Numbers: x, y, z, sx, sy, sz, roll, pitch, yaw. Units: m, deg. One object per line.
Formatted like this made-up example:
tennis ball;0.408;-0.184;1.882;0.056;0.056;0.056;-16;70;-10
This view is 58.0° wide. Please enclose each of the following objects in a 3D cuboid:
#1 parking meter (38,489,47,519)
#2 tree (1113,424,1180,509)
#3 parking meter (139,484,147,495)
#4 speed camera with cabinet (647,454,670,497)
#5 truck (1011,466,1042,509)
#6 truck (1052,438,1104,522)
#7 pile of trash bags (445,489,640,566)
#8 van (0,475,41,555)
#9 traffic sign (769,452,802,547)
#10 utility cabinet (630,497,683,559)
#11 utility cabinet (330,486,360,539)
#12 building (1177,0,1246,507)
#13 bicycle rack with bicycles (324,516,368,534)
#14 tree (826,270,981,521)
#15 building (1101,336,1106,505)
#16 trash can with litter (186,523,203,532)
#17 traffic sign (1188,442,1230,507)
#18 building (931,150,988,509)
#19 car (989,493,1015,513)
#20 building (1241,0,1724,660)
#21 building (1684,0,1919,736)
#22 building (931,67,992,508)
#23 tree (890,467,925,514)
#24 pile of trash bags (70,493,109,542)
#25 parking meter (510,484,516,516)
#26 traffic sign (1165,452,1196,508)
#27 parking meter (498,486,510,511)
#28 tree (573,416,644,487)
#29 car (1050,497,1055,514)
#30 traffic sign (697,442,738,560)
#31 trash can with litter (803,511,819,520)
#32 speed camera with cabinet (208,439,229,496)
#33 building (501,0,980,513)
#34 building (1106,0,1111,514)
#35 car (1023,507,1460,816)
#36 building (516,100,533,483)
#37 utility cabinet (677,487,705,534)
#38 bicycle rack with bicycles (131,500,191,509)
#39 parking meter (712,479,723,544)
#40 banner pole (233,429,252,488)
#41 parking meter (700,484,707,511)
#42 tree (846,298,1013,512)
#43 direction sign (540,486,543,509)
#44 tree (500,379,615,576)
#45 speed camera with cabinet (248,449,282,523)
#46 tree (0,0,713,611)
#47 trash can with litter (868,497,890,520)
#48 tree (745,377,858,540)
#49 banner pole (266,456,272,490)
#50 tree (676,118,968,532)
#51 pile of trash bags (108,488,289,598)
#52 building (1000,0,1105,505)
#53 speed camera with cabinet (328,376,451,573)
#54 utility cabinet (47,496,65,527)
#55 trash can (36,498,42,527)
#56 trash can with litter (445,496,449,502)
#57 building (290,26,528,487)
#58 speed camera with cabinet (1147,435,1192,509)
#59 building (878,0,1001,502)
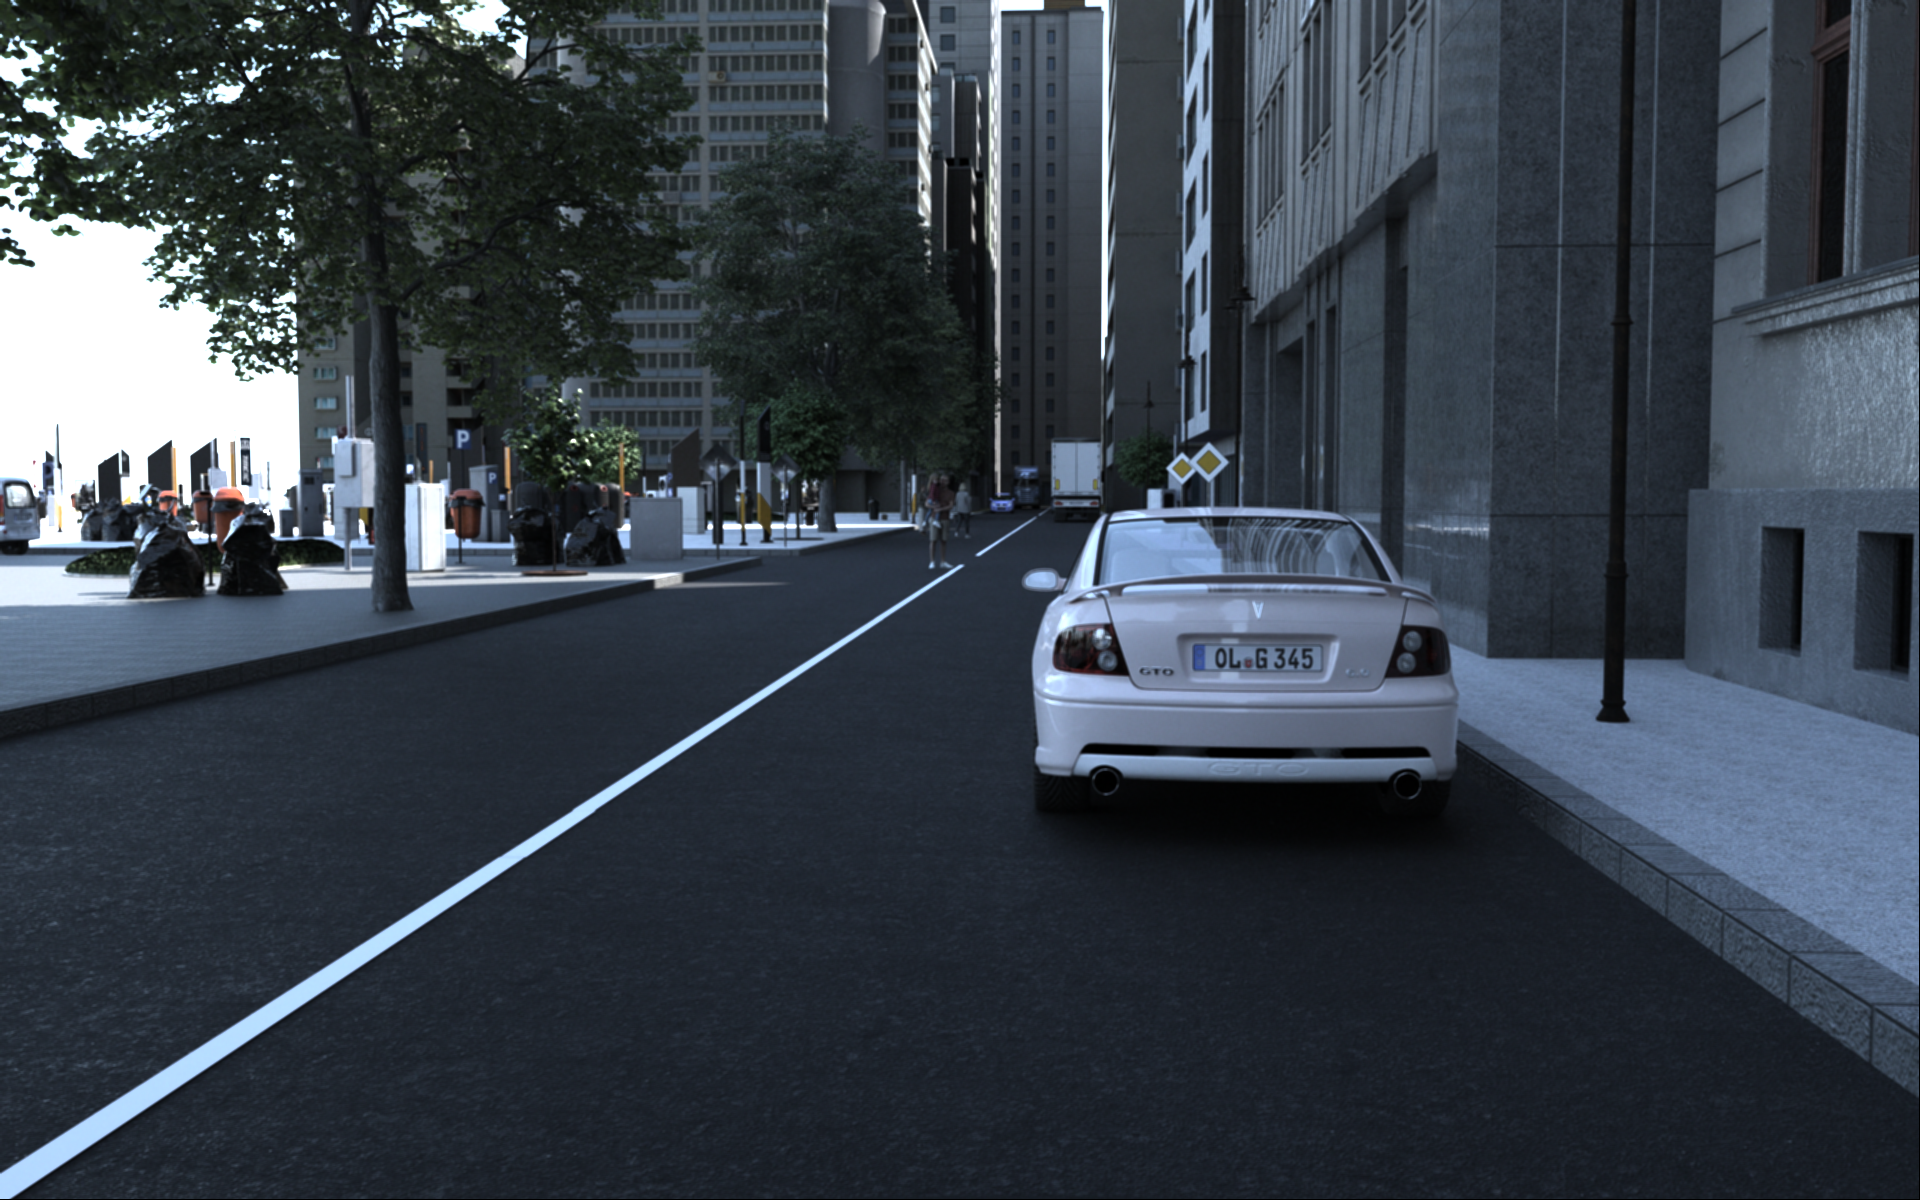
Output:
parking meter;-47.283;-4.942;89.209;0.372;1.533;0.369;0;3;0
tree;8.807;-5.953;81.039;4.285;4.588;4.351;0;3;0
parking meter;-45.359;-5.532;96.154;0.255;1.863;0.399;1;4;18
speed camera with cabinet;-14.884;-5.615;86.149;0.660;3.252;2.038;-3;4;-37
truck;6.696;-11.126;171.665;2.967;4.110;18.799;0;4;3
truck;6.258;-6.305;92.002;2.839;4.237;11.283;0;4;5
pile of trash bags;-7.819;-1.351;31.844;3.447;1.369;1.912;1;4;15
van;-23.135;-1.966;39.161;4.112;2.044;2.013;0;4;2
traffic sign;-4.210;-2.329;41.723;0.795;2.450;0.064;0;4;4
utility cabinet;-6.000;-1.411;34.224;1.020;1.237;0.306;-1;4;-9
utility cabinet;-17.230;-2.446;48.677;0.318;1.500;1.173;0;4;2
building;13.305;-16.773;45.943;14.107;30.474;14.160;0;4;4
bicycle rack with bicycles;-20.089;-2.606;55.991;2.852;0.926;2.925;0;4;-8
tree;-3.049;-10.058;82.582;7.486;12.596;7.792;0;3;0
building;32.079;-22.448;212.057;28.899;21.520;27.650;0;4;4
trash can with litter;-25.755;-2.888;58.603;1.055;1.170;0.624;-3;5;-40
traffic sign;4.749;-1.803;33.125;0.795;2.450;0.064;0;4;4
building;-4.983;-23.058;148.703;14.160;30.474;14.107;0;4;4
car;3.180;-7.328;129.397;1.945;1.707;3.694;0;4;4
building;10.748;-12.492;22.274;12.078;24.808;19.932;0;4;4
building;10.790;-13.024;0.334;14.401;28.519;23.554;0;4;4
building;-4.368;-29.297;162.597;14.154;41.232;14.086;0;4;4
tree;-3.201;-9.823;110.970;4.360;8.622;3.978;0;3;0
pile of trash bags;-22.394;-2.339;47.991;1.912;1.369;3.447;3;5;44
parking meter;-26.109;-5.843;101.237;0.255;1.863;0.399;-3;4;-37
traffic sign;5.264;-2.291;41.093;0.795;2.450;0.064;0;4;4
parking meter;-12.771;-2.447;48.412;0.372;1.533;0.369;0;3;0
tree;-14.848;-5.468;73.115;4.285;4.588;4.351;0;3;0
car;7.627;-7.106;128.192;2.014;1.417;4.499;0;4;3
traffic sign;-4.724;-1.842;33.754;0.795;2.450;0.064;0;4;4
trash can with litter;-7.521;-4.709;88.051;1.678;1.210;2.233;2;4;34
speed camera with cabinet;-26.319;-4.117;61.651;0.660;3.252;2.038;-2;4;-27
building;-14.918;-26.787;129.854;32.217;40.220;23.993;0;4;4
building;19.460;-29.161;100.490;21.300;48.544;21.600;0;4;4
car;1.350;0.197;9.141;2.083;1.381;4.827;0;4;4
building;-31.187;-32.317;183.008;28.867;44.769;22.147;0;4;4
utility cabinet;-8.625;-2.870;55.596;0.318;1.500;1.173;-3;5;-41
bicycle rack with bicycles;-47.563;-5.407;101.786;2.925;0.926;2.852;1;4;15
parking meter;-6.209;-2.364;44.370;0.255;1.863;0.399;-1;4;-12
banner pole;-27.580;-4.679;66.525;0.401;3.779;0.863;3;5;41
parking meter;-15.074;-5.876;101.784;0.255;1.863;0.399;2;4;32
tree;-1.761;-11.192;99.992;9.611;12.733;9.660;0;3;0
direction sign;-10.455;-3.134;43.235;0.379;3.537;0.876;0;4;-8
tree;-6.297;-2.006;27.397;1.663;3.219;1.824;0;3;0
speed camera with cabinet;-30.479;-4.990;75.921;0.660;3.252;2.038;0;4;5
tree;-6.744;-6.160;18.835;7.486;12.596;7.792;0;3;0
trash can with litter;-4.001;-4.533;85.496;1.055;1.170;0.624;0;4;-1
tree;-4.489;-3.976;48.716;4.285;4.588;4.351;0;3;0
banner pole;-45.135;-7.536;113.225;0.401;3.779;0.863;0;4;3
tree;-4.573;-9.244;57.799;9.857;13.997;8.962;0;3;0
pile of trash bags;-9.902;-0.811;23.016;1.912;1.369;3.447;-1;4;-16
building;3.054;-40.838;209.700;28.212;58.520;21.231;0;4;4
speed camera with cabinet;-9.515;-2.112;28.870;2.038;3.252;0.660;2;4;30
utility cabinet;-35.098;-3.431;67.266;0.306;1.237;1.020;0;4;-7
trash can;-34.713;-3.248;64.756;0.748;1.137;0.748;0;3;0
trash can with litter;-20.022;-3.404;66.718;1.678;1.210;2.233;0;4;-3
building;-56.325;-34.341;185.180;21.600;48.544;21.300;0;4;4
speed camera with cabinet;6.964;-3.858;57.407;0.660;3.252;2.038;3;4;36
building;-6.387;-45.505;182.251;20.611;71.187;20.563;0;4;4
